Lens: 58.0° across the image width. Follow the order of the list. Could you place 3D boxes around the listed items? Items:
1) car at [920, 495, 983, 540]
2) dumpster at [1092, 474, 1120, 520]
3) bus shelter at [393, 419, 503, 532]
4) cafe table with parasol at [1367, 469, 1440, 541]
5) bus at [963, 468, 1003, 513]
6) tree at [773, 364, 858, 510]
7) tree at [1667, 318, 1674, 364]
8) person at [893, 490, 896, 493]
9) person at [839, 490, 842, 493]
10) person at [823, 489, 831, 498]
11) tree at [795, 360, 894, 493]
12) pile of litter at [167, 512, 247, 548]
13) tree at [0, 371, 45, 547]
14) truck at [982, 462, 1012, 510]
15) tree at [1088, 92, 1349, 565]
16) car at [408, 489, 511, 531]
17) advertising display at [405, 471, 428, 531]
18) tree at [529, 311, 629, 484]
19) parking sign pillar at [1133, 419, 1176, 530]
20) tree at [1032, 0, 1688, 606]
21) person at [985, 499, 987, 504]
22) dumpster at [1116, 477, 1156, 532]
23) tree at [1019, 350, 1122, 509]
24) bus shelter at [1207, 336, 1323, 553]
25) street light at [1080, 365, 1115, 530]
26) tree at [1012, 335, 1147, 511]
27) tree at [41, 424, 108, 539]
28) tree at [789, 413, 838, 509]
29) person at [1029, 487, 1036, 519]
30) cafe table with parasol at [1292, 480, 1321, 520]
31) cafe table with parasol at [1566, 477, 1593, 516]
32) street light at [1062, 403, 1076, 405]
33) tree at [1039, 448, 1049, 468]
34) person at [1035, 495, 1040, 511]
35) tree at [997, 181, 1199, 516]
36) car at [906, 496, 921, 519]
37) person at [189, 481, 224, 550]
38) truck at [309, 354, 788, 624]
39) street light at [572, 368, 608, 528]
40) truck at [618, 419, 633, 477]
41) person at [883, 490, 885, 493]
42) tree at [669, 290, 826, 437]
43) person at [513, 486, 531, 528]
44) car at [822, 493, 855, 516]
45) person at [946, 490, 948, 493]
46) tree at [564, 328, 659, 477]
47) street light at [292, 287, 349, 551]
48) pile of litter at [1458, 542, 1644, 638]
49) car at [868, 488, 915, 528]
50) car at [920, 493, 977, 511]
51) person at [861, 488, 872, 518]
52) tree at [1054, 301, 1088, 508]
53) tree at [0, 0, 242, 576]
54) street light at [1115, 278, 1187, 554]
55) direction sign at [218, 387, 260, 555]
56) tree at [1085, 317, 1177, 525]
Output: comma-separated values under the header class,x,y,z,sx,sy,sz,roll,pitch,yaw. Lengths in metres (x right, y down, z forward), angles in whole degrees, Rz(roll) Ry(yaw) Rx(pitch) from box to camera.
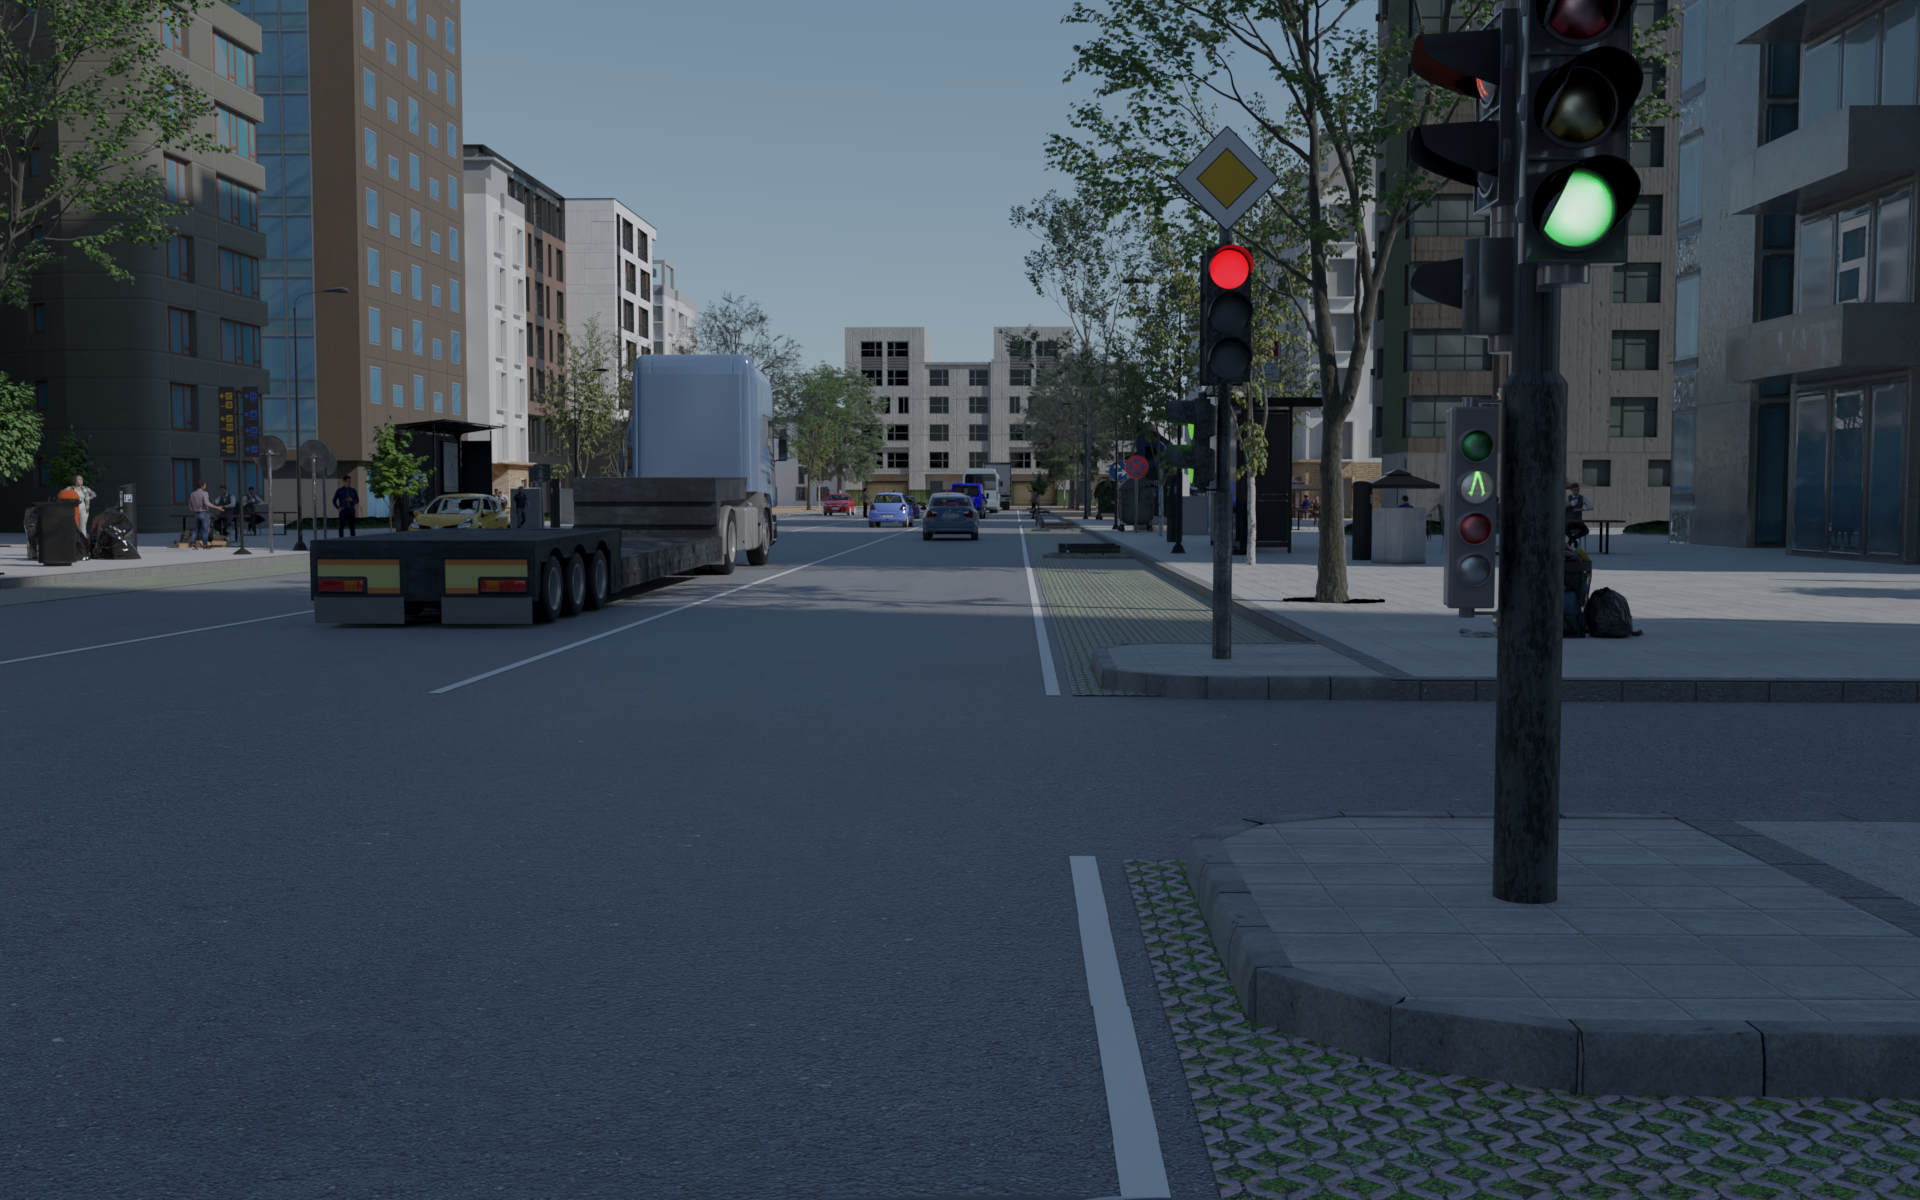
class,x,y,z,sx,sy,sz,roll,pitch,yaw
car,-0.276,-2.623,54.894,2.014,1.417,4.499,0,4,1
dumpster,7.330,-5.082,85.584,1.502,2.255,1.985,0,4,2
bus shelter,-16.849,-4.035,57.262,1.731,3.624,6.357,0,4,2
cafe table with parasol,12.015,-2.613,47.580,2.610,1.966,2.610,-2,4,-31
bus,1.716,-8.387,131.983,2.948,3.499,13.247,0,4,2
tree,-11.826,-12.926,137.098,9.928,11.665,9.643,0,3,0
tree,27.044,-6.767,61.000,4.737,8.622,4.395,0,3,0
person,-4.731,-7.165,126.371,1.217,1.735,0.721,3,5,40
person,-9.539,-7.783,136.484,0.721,1.736,1.217,-2,4,-28
person,-11.993,-9.292,158.647,1.217,1.739,0.721,1,4,19
tree,-11.423,-15.826,165.406,9.857,13.997,8.962,0,3,0
pile of litter,-18.060,-1.688,41.559,1.719,0.858,1.176,-1,4,-10
tree,-23.766,-3.555,41.839,4.285,4.588,4.351,0,3,0
truck,3.288,-10.355,158.214,2.839,4.237,11.283,0,4,0
tree,5.031,-4.932,31.000,4.737,8.622,4.395,0,3,0
car,-12.740,-2.076,44.170,2.015,1.641,3.980,0,4,1
advertising display,-15.411,-2.684,49.090,0.123,1.923,0.974,1,4,15
tree,-15.363,-7.328,70.168,4.737,8.622,4.395,0,3,0
parking sign pillar,7.585,-4.685,65.075,1.447,3.967,1.447,3,5,40
tree,4.554,-5.782,20.286,9.928,11.665,9.643,0,3,0
person,1.608,-6.726,121.705,0.697,1.427,0.421,-2,4,-27
dumpster,6.009,-3.260,59.054,1.264,1.857,1.865,0,4,2
tree,9.563,-14.799,148.613,9.857,13.997,8.962,0,3,0
bus shelter,7.004,-3.918,41.685,2.179,5.291,8.768,0,4,2
street light,5.092,-5.493,62.346,1.470,5.913,1.316,0,4,2
tree,9.138,-13.598,132.689,12.009,13.543,11.850,0,3,0
tree,-24.333,-3.251,47.755,1.663,3.219,1.824,0,3,0
tree,-12.708,-12.416,153.361,4.737,8.622,4.395,0,3,0
person,4.186,-5.558,99.386,0.705,1.823,1.348,1,4,12
cafe table with parasol,16.644,-4.963,86.004,2.610,1.966,2.610,2,4,23
cafe table with parasol,20.477,-3.339,59.457,2.610,1.966,2.610,0,4,2
street light,5.855,-7.064,88.042,1.470,5.913,1.316,0,4,2
tree,9.587,-12.995,162.823,4.737,8.622,4.395,0,3,0
person,5.426,-7.027,123.841,0.683,1.767,0.568,1,4,21
tree,8.405,-15.053,102.002,12.611,20.169,13.585,0,3,0
car,-3.231,-5.372,100.409,1.945,1.354,3.894,0,4,0
person,-17.345,-1.936,39.651,0.963,1.587,0.435,1,4,15
truck,-5.355,-2.315,27.615,2.967,4.110,18.799,0,4,2
street light,-13.692,-5.599,64.078,1.470,5.913,1.316,0,4,2
truck,-9.135,-4.452,62.552,2.967,4.110,18.799,0,4,1
person,-6.800,-8.971,155.204,1.348,1.821,0.705,1,4,11
tree,-13.274,-11.842,103.982,12.009,13.543,11.850,0,3,0
person,-14.632,-3.034,57.864,0.569,1.553,0.471,-1,4,-17
car,-8.054,-6.522,115.667,2.155,1.783,4.494,0,4,3
person,-1.232,-9.492,163.839,0.705,1.807,1.348,0,4,-7
tree,-15.119,-7.724,76.656,4.360,8.622,3.978,0,3,0
street light,-14.422,-4.070,39.083,1.470,5.913,1.316,0,4,2
pile of litter,5.376,-0.110,15.757,1.719,0.858,1.176,1,4,10
car,-2.965,-4.007,75.105,1.945,1.707,3.694,0,4,3
car,-0.439,-3.403,64.675,2.155,1.783,4.494,0,4,0
person,-5.750,-5.947,105.748,0.705,1.823,1.348,-2,4,-32
tree,5.890,-6.231,52.245,4.737,8.622,4.395,0,3,0
tree,-15.547,-6.189,26.944,9.928,11.665,9.643,0,3,0
street light,4.186,-3.964,37.356,1.470,5.913,1.316,0,4,2
direction sign,-15.233,-2.732,36.660,0.876,3.537,0.379,0,4,6
tree,6.985,-7.379,71.003,4.360,8.622,3.978,0,3,0
